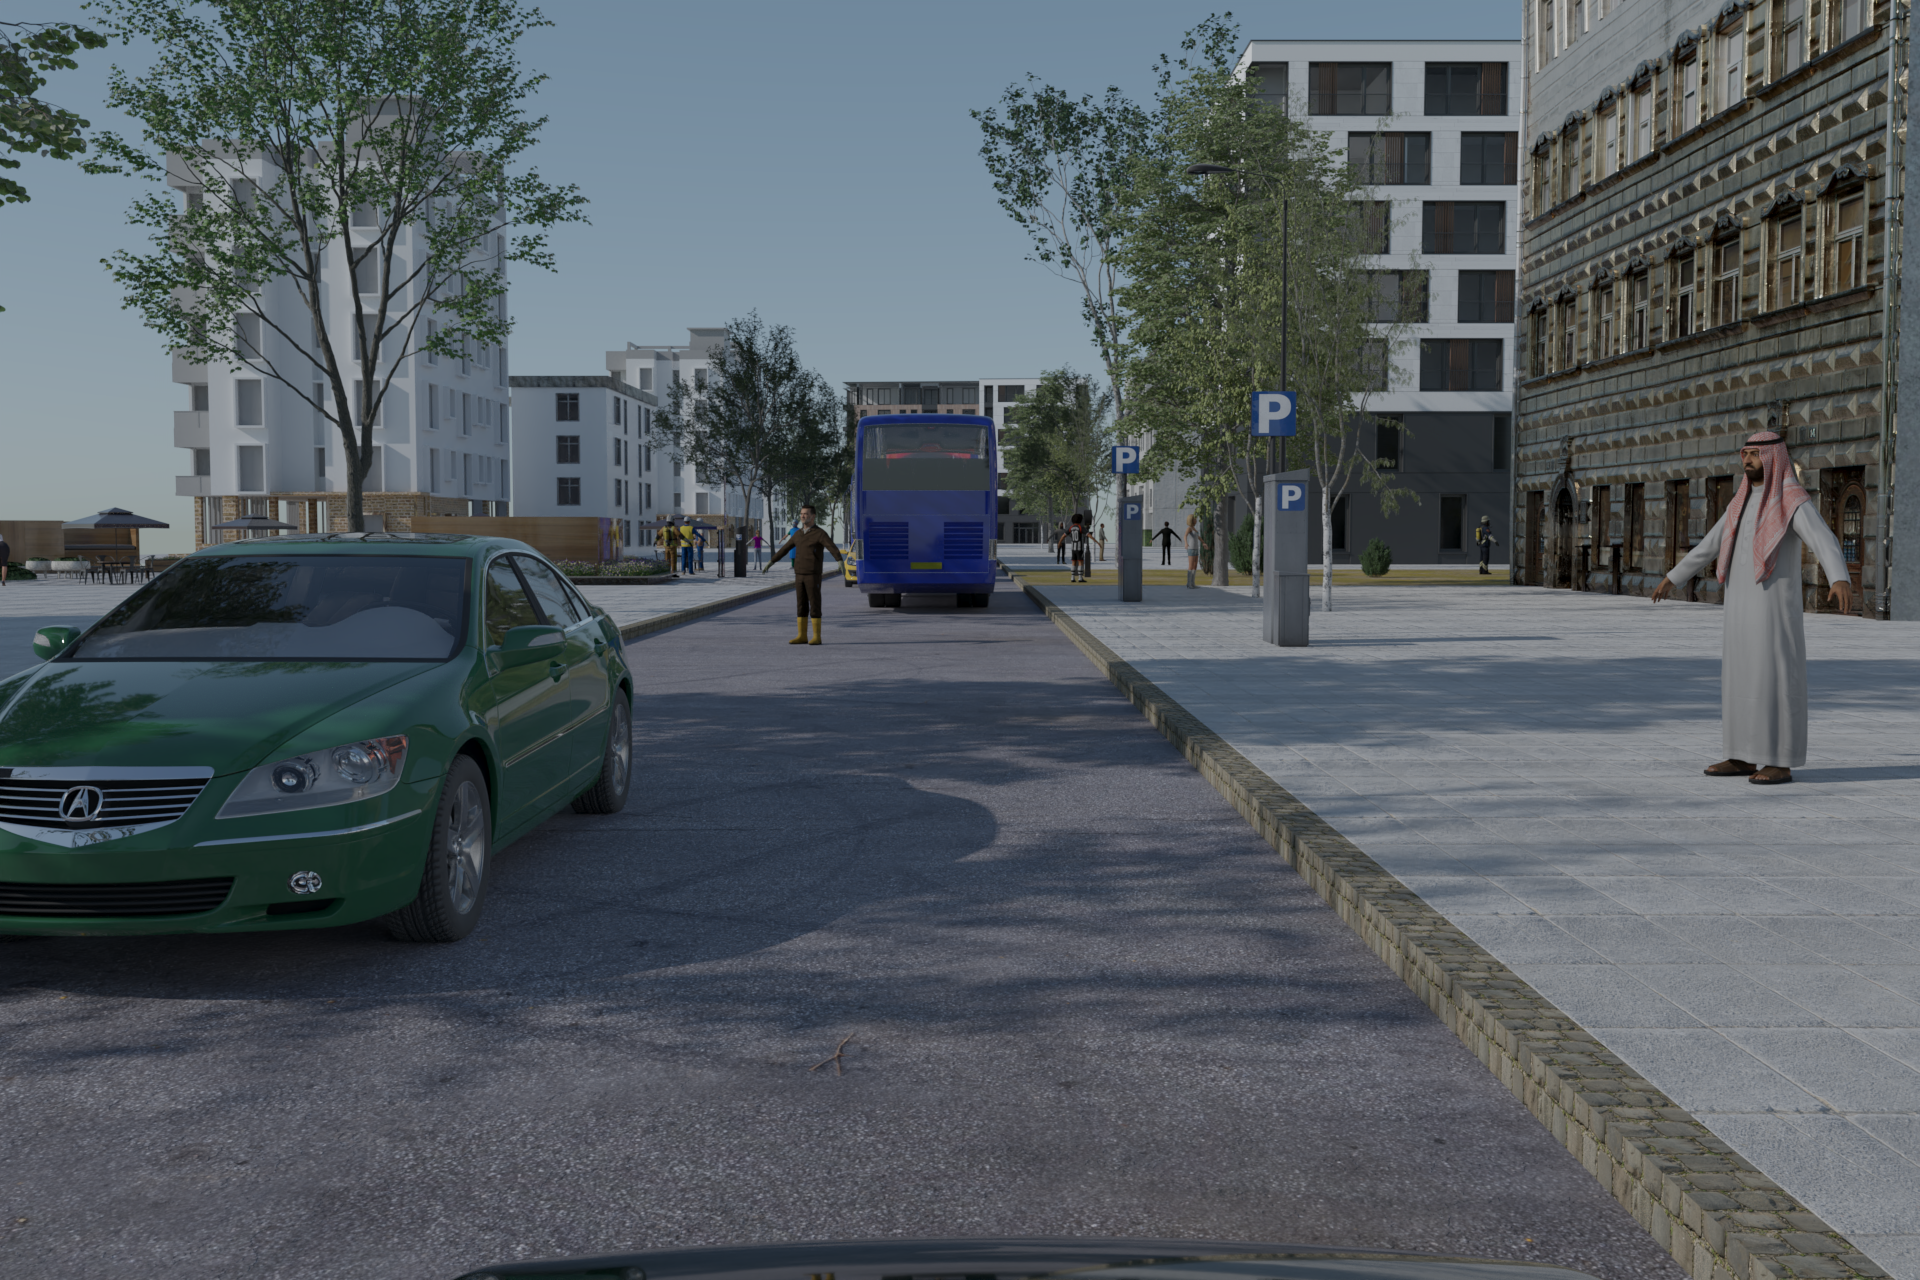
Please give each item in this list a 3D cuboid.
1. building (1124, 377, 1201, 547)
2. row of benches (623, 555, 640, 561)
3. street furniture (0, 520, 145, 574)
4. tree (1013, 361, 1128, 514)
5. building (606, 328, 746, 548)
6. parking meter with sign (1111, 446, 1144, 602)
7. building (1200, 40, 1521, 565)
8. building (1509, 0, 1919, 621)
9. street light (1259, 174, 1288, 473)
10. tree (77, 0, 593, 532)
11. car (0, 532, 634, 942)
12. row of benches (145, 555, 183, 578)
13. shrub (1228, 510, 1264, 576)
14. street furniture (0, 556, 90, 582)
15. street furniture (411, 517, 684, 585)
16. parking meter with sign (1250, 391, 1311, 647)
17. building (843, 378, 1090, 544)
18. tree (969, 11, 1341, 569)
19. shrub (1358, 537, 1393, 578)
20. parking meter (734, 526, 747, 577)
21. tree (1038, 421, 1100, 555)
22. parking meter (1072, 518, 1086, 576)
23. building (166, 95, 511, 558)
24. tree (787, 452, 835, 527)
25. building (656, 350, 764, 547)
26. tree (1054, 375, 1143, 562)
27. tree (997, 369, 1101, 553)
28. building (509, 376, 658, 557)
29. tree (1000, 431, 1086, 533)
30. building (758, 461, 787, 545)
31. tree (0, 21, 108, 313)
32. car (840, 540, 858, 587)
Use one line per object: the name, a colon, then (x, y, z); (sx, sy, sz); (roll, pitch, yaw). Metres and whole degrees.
building: (27.029, -19.295, 181.935); (16.747, 18.905, 31.486); (0, 4, 0)
row of benches: (-11.535, -2.263, 52.457); (4.104, 0.672, 1.422); (0, 4, 7)
street furniture: (-32.022, -3.218, 59.462); (11.010, 1.723, 9.812); (-2, 4, -35)
tree: (6.095, -9.798, 94.605); (7.601, 10.594, 8.767); (-3, 4, -37)
building: (-26.310, -18.558, 159.835); (16.016, 20.090, 11.380); (0, 4, 0)
parking meter with sign: (3.270, -2.275, 33.456); (0.543, 3.016, 1.738); (0, 4, 0)
building: (25.916, -14.944, 88.303); (27.936, 21.610, 32.646); (0, 3, 0)
building: (22.994, -12.405, 33.756); (19.493, 23.208, 18.063); (0, 4, 1)
street light: (4.627, -3.018, 21.887); (1.470, 5.913, 1.316); (0, 3, 0)
tree: (-9.598, -6.214, 27.349); (9.928, 11.665, 9.643); (0, 3, 0)
car: (-2.648, 0.257, 7.588); (2.131, 1.459, 4.920); (0, 3, 0)
row of benches: (-21.742, -2.177, 51.054); (4.104, 0.672, 1.422); (-1, 4, -21)
shrub: (9.067, -3.009, 53.612); (1.690, 2.028, 1.600); (0, 3, 0)
street furniture: (-29.782, -2.041, 49.002); (10.072, 0.657, 5.734); (1, 4, 20)
street furniture: (-10.646, -2.354, 45.339); (11.010, 1.723, 9.812); (0, 4, -4)
parking meter with sign: (3.818, -1.477, 20.407); (0.543, 3.016, 1.738); (0, 4, 1)
building: (1.497, -24.060, 239.815); (32.646, 21.610, 27.936); (0, 4, 5)
tree: (7.047, -12.667, 62.987); (12.611, 20.169, 13.585); (0, 3, 0)
shrub: (12.285, -2.451, 51.183); (1.383, 1.207, 1.383); (0, 3, 0)
parking meter: (-6.561, -2.646, 51.670); (0.372, 1.533, 0.369); (0, 3, 0)
tree: (6.593, -9.621, 107.666); (4.737, 8.622, 4.395); (0, 3, 0)
parking meter: (3.642, -2.897, 53.078); (0.399, 1.863, 0.255); (0, 4, 0)
building: (-28.241, -13.436, 76.105); (16.016, 20.090, 11.380); (0, 4, 1)
tree: (-21.453, -20.293, 238.451); (9.857, 13.997, 8.962); (0, 3, 0)
building: (-26.900, -19.728, 178.968); (16.016, 20.090, 11.380); (0, 4, 1)
tree: (6.167, -7.913, 79.748); (4.360, 8.622, 3.978); (0, 3, 0)
tree: (6.138, -12.294, 119.127); (7.486, 12.596, 7.792); (0, 3, 0)
building: (-22.988, -10.017, 105.920); (9.099, 9.664, 28.070); (0, 4, 1)
tree: (6.617, -12.152, 133.099); (7.601, 10.594, 8.767); (-1, 4, -10)
building: (-25.479, -16.427, 210.728); (9.099, 9.664, 28.070); (0, 4, 1)
tree: (-9.209, -5.681, 11.014); (7.486, 12.596, 7.792); (0, 3, 0)
car: (-2.270, -2.303, 47.885); (2.015, 1.641, 3.980); (0, 3, 0)
